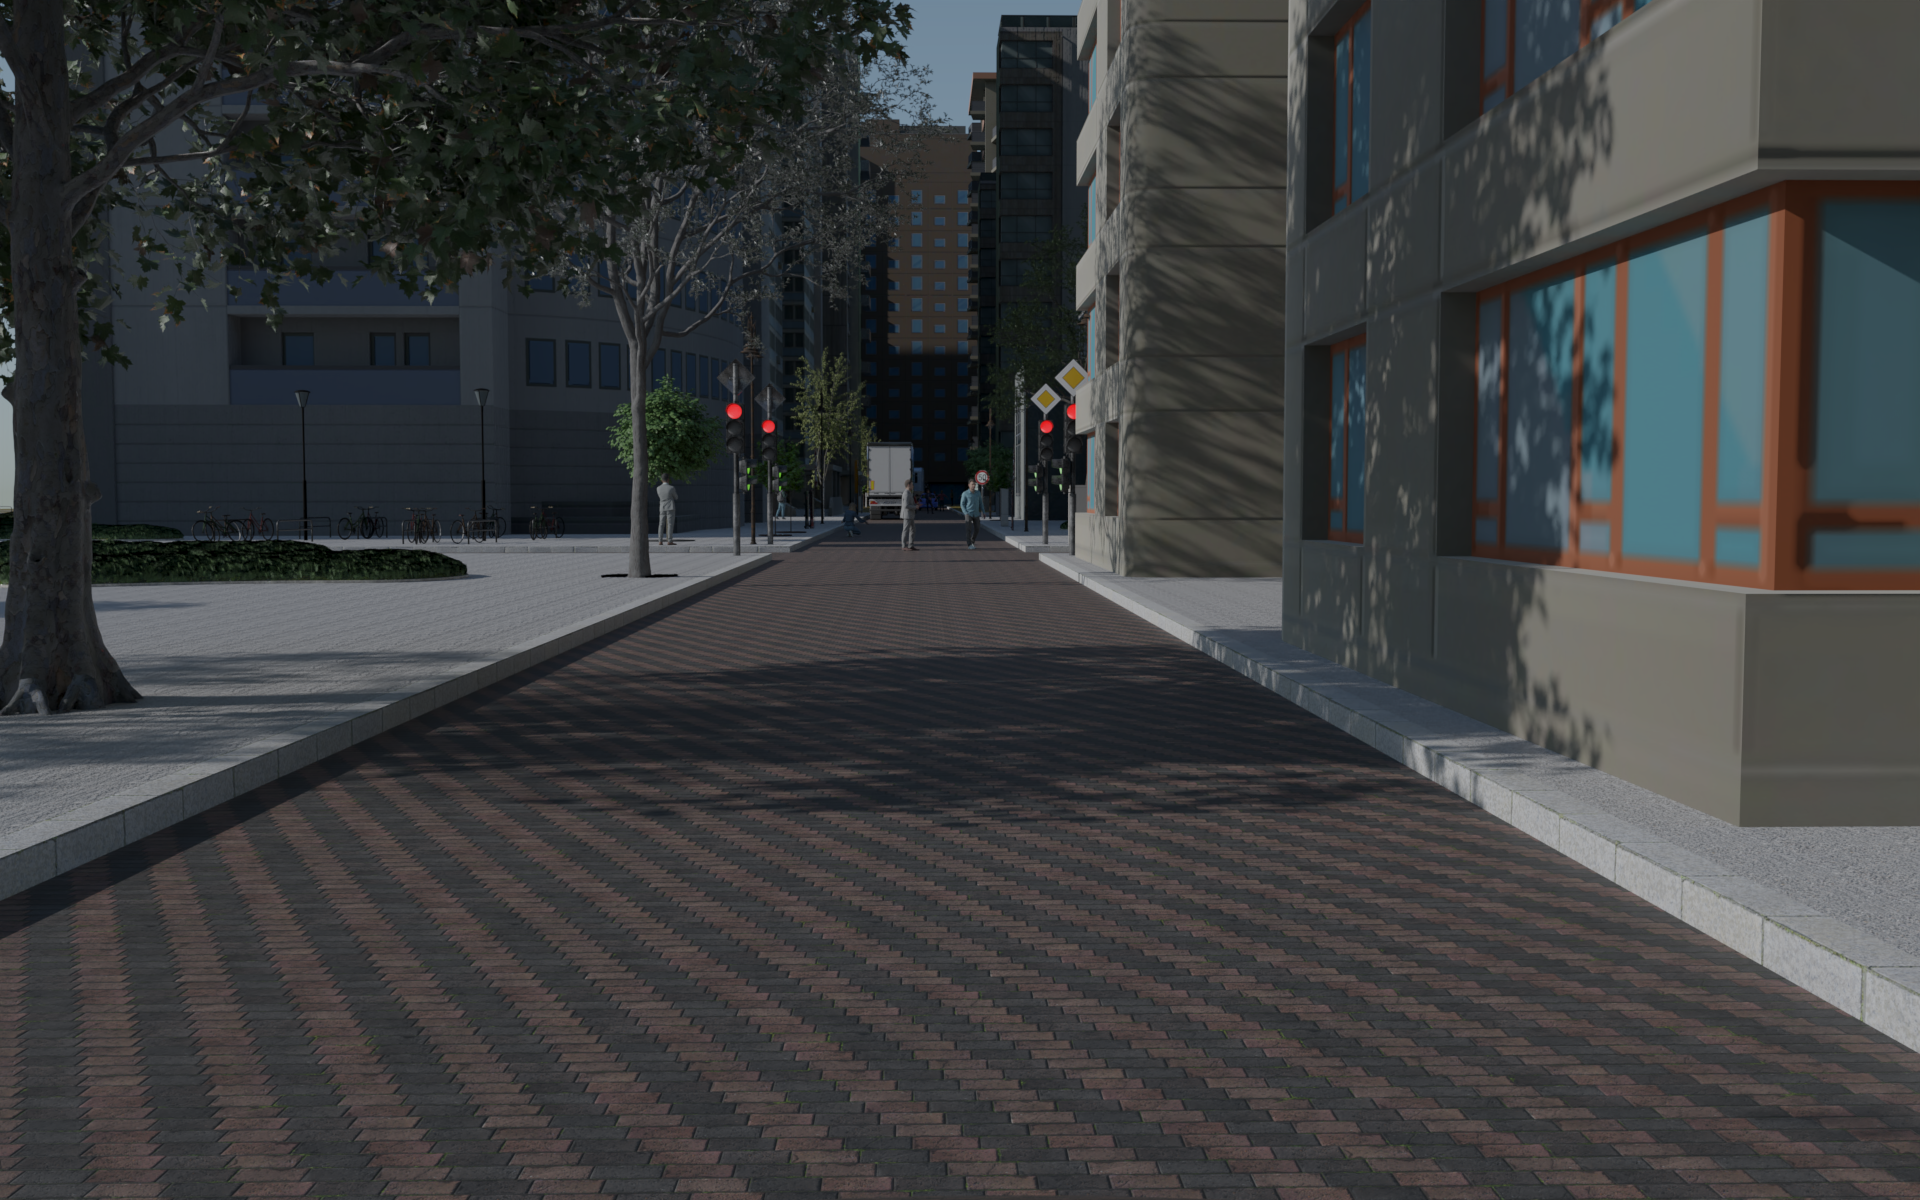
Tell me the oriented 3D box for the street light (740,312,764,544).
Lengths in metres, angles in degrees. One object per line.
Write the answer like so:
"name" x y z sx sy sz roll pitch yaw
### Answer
"street light" -5.286 -4.364 44.139 0.468 5.910 1.993 0 4 -1

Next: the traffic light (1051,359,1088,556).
"traffic light" 2.336 -2.885 36.092 0.839 4.253 0.868 0 4 -1

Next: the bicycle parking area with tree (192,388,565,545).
"bicycle parking area with tree" -15.608 -3.691 47.346 8.231 4.147 9.016 1 4 21

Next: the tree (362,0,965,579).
"tree" -4.856 -7.084 26.187 12.009 13.543 11.850 0 3 0

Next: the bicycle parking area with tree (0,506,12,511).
"bicycle parking area with tree" -49.291 -6.761 97.537 9.016 4.147 8.231 3 5 42

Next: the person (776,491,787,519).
"person" -8.981 -4.960 87.490 0.623 1.781 0.721 3 5 43

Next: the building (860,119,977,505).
"building" -5.223 -34.259 210.243 14.200 45.320 14.600 0 4 -1

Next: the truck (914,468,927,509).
"truck" -4.836 -11.092 171.120 2.967 4.110 18.799 0 4 0

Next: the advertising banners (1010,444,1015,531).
"advertising banners" 1.866 -3.972 61.135 0.090 3.025 2.074 0 4 0

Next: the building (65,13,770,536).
"building" -19.066 -32.007 65.310 21.231 58.520 28.212 0 4 -1

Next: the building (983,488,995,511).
"building" 18.163 -27.319 138.544 32.217 40.220 23.993 0 4 -1

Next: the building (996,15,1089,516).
"building" 9.187 -20.613 108.725 14.160 30.474 14.107 0 4 -1

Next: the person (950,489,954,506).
"person" -0.893 -11.085 187.372 0.705 1.812 1.348 0 4 0

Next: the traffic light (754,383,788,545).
"traffic light" -4.800 -3.363 43.906 0.839 4.253 0.868 0 4 -1

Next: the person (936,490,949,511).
"person" -1.489 -8.219 143.598 1.217 1.743 0.721 0 4 5

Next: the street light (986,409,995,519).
"street light" 1.568 -7.125 89.280 0.468 5.910 1.993 0 4 -1

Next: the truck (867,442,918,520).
"truck" -3.884 -6.748 99.247 2.839 4.237 11.283 0 4 -1

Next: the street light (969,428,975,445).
"street light" 0.824 -8.933 118.838 0.468 5.910 1.993 0 4 -1

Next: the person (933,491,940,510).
"person" -2.267 -8.953 155.595 1.217 1.735 0.721 -1 4 -9

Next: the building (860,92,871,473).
"building" -24.711 -34.334 180.976 30.456 49.044 23.786 0 4 -1

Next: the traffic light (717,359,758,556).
"traffic light" -4.623 -2.875 35.923 0.839 4.253 0.868 0 4 -1

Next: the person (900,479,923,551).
"person" -1.215 -2.142 43.726 0.583 1.804 0.606 0 4 -4

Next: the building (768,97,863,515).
"building" -23.745 -26.840 130.711 32.217 40.220 23.993 0 4 -1

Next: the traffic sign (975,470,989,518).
"traffic sign" 1.197 -5.663 92.695 0.768 2.556 0.104 0 4 8

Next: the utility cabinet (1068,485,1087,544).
"utility cabinet" 3.318 -2.125 43.420 1.173 1.500 0.318 0 4 -4

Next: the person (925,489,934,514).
"person" -2.181 -7.071 124.561 0.683 1.767 0.568 -1 4 -12

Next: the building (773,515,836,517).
"building" -23.607 -25.260 104.880 32.217 40.220 23.993 0 4 -1

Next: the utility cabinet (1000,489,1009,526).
"utility cabinet" 1.786 -3.696 69.106 0.318 1.500 1.173 0 3 0

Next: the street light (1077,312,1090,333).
"street light" 2.690 -3.835 35.498 0.468 5.910 1.993 0 4 -1

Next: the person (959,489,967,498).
"person" 0.520 -8.491 145.662 1.217 1.735 0.721 0 4 3

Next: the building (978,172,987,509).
"building" 8.581 -23.637 158.169 14.160 30.474 14.107 0 4 -1

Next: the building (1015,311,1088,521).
"building" 14.493 -46.725 76.627 22.319 86.520 31.000 0 4 -1

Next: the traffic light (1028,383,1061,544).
"traffic light" 2.159 -3.373 44.075 0.839 4.253 0.868 0 4 -1

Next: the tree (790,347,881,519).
"tree" -6.800 -8.404 87.761 4.737 8.622 4.395 0 3 0

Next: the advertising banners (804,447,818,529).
"advertising banners" -5.523 -4.172 64.401 0.090 3.025 2.074 1 4 9

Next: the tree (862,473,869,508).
"tree" -8.909 -10.258 162.321 1.663 3.219 1.824 0 3 0

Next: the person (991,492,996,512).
"person" 2.604 -7.225 124.176 0.705 1.822 1.348 3 5 42

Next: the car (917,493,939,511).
"car" -2.798 -8.656 151.118 1.945 1.707 3.694 0 4 -2

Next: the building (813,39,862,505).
"building" -15.863 -28.546 150.325 14.154 41.232 14.086 0 4 -1

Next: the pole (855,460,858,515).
"pole" -6.210 -6.735 103.965 0.158 3.312 0.155 0 3 0

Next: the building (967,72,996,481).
"building" 11.928 -32.088 179.259 22.147 44.769 28.867 0 4 -1

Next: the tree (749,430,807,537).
"tree" -5.521 -3.551 52.657 1.663 3.219 1.824 0 3 0

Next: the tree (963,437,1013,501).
"tree" 1.803 -7.121 100.143 4.285 4.588 4.351 0 3 0

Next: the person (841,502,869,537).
"person" -3.675 -2.713 58.360 1.012 1.151 0.738 2 4 33

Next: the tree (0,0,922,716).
"tree" -5.480 -5.705 10.290 9.611 12.733 9.660 0 3 0

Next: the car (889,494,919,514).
"car" -4.203 -7.291 127.887 2.281 1.827 5.304 0 4 -1

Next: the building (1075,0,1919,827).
"building" 16.503 -10.746 20.735 27.650 21.520 28.899 0 4 -1

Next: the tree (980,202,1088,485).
"tree" 4.004 -7.082 50.210 7.601 10.594 8.767 1 4 14

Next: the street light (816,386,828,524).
"street light" -5.930 -6.214 74.389 0.468 5.910 1.993 0 4 -1

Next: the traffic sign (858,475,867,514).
"traffic sign" -6.477 -6.974 114.138 0.768 2.556 0.104 0 4 2

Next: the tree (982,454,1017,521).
"tree" 2.041 -5.436 83.476 1.663 3.219 1.824 0 3 0

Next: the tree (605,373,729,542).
"tree" -8.026 -3.873 47.035 4.285 4.588 4.351 0 3 0

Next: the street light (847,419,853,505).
"street light" -6.607 -8.039 104.225 0.468 5.910 1.993 0 4 -1

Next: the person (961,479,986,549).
"person" 0.314 -2.255 45.396 0.660 1.820 0.620 -2 4 -31

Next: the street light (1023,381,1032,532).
"street light" 2.264 -5.268 58.925 0.468 5.910 1.993 0 4 -1

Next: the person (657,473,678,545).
"person" -7.344 -2.282 43.542 0.511 1.800 0.466 0 4 5
